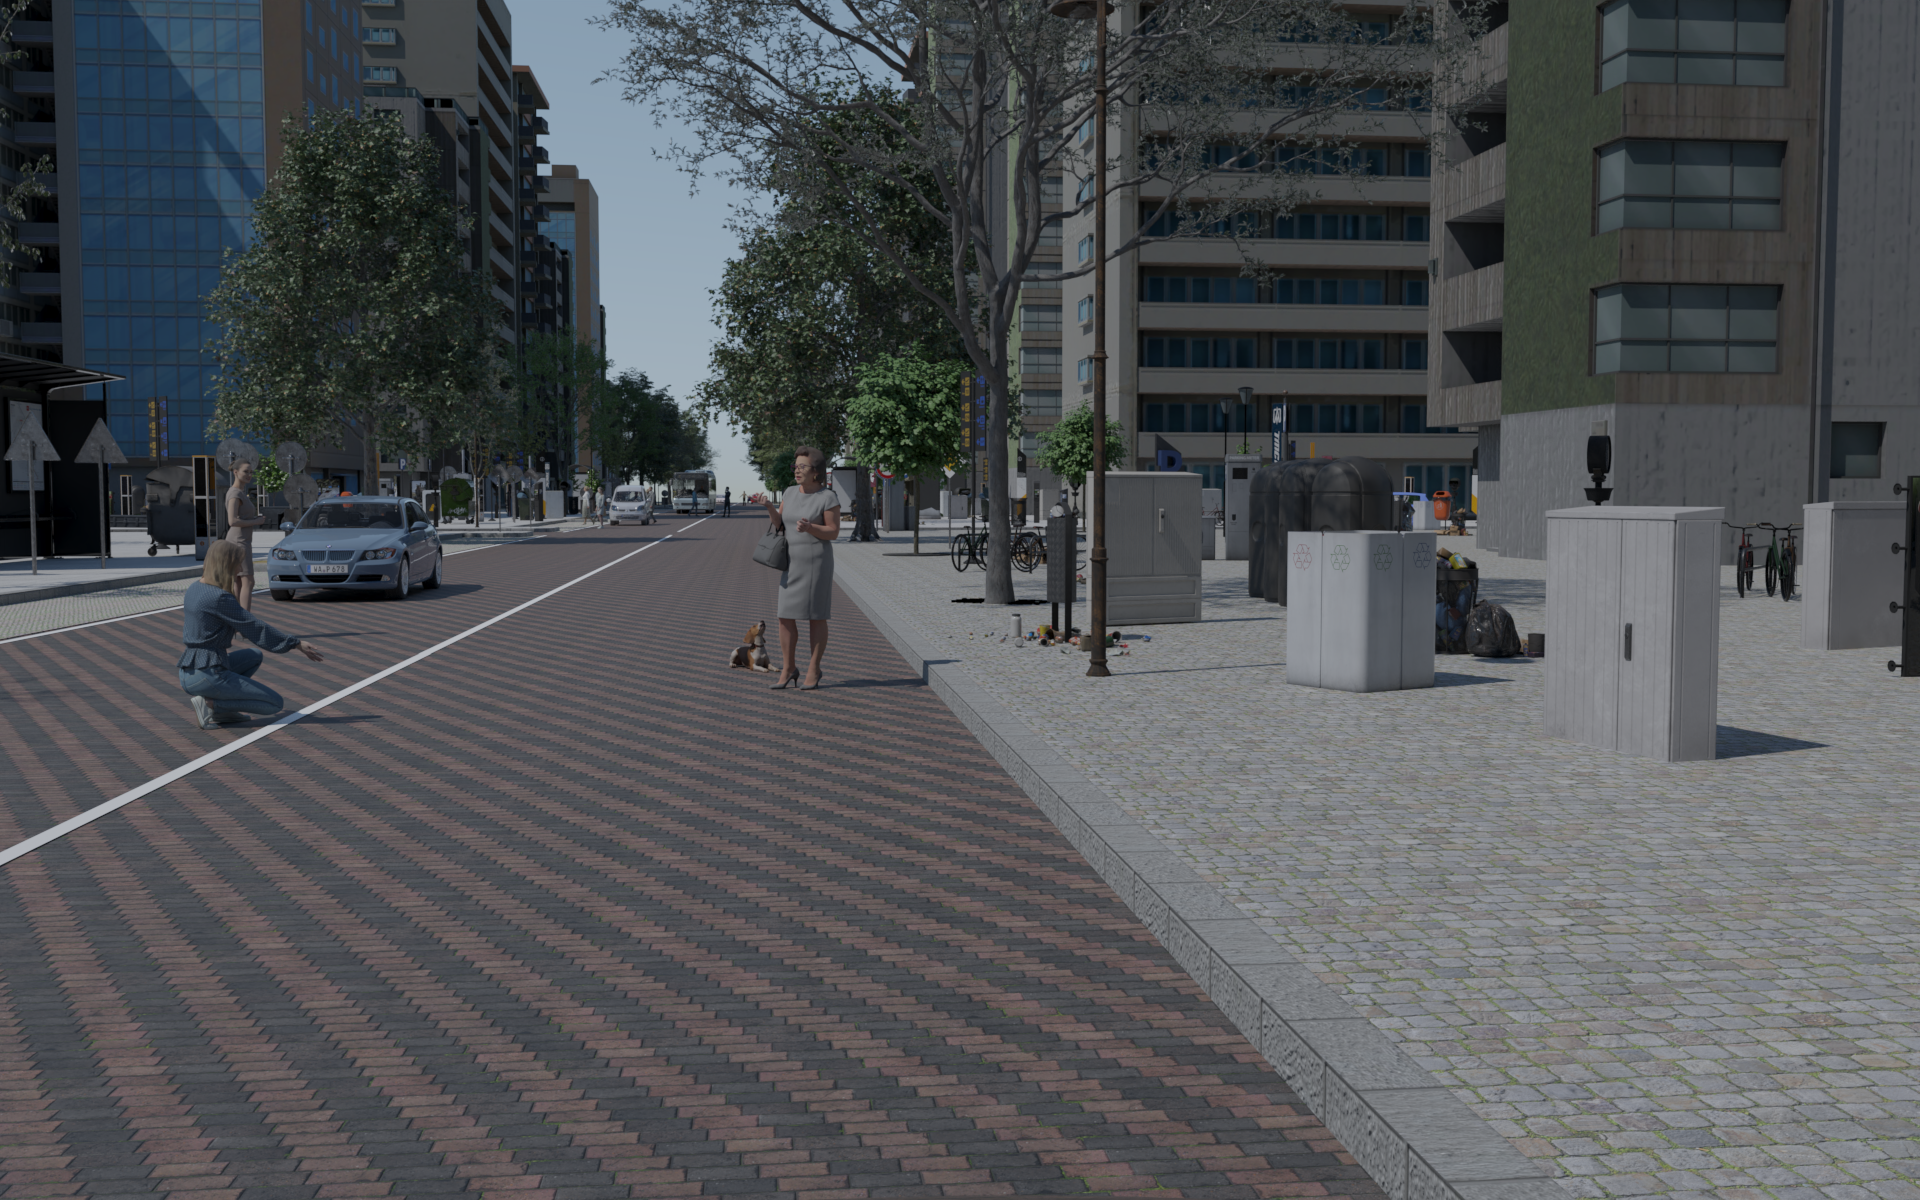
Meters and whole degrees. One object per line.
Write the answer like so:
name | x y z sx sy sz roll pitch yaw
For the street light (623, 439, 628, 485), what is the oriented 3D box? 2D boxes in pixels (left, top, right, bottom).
street light | -27.351 -10.358 142.133 0.468 5.910 1.993 0 4 -7

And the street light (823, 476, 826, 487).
street light | -4.600 -5.259 58.773 0.468 5.910 1.993 0 4 -7

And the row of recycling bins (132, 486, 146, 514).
row of recycling bins | -38.391 -4.697 83.909 3.534 1.692 1.069 -1 4 -22

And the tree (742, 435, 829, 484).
tree | -15.788 -15.659 162.683 9.857 13.997 8.962 0 3 0

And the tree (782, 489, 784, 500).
tree | -18.908 -20.315 188.040 12.611 20.169 13.585 0 3 0

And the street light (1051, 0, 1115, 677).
street light | 0.978 -2.401 12.051 0.468 5.910 1.993 0 4 -7

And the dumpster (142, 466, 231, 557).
dumpster | -16.185 -1.866 36.274 1.264 1.857 1.865 0 4 -7

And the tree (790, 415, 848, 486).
tree | -7.056 -8.412 87.901 4.360 8.622 3.978 0 3 0

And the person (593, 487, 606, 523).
person | -18.033 -4.747 86.599 0.515 1.767 0.782 -2 4 -33

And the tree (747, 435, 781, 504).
tree | -24.777 -18.684 231.236 9.928 11.665 9.643 0 3 0

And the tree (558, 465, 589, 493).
tree | -25.612 -7.308 114.094 1.663 3.219 1.824 0 3 0

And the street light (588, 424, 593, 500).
street light | -23.992 -8.561 112.760 0.468 5.910 1.993 0 4 -7

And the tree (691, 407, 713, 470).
tree | -36.383 -18.958 216.621 9.857 13.997 8.962 0 3 0

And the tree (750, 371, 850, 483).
tree | -11.229 -12.453 121.726 7.486 12.596 7.792 0 3 0

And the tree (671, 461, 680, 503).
tree | -38.372 -17.254 232.463 4.360 8.622 3.978 0 3 0

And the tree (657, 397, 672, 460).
tree | -30.073 -14.084 156.029 9.928 11.665 9.643 0 3 0

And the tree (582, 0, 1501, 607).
tree | 0.387 -6.693 19.801 12.009 13.543 11.850 0 3 0

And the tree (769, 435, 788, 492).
tree | -21.324 -15.641 206.084 4.737 8.622 4.395 0 3 0

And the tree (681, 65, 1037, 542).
tree | -2.698 -7.925 46.585 9.611 12.733 9.660 0 3 0

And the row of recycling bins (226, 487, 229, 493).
row of recycling bins | -32.204 -4.124 74.532 1.069 1.692 3.534 0 4 -2

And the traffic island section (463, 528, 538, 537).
traffic island section | -15.497 -2.202 58.288 2.009 0.180 2.903 0 4 -7

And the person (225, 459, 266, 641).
person | -7.048 -0.505 17.096 0.374 1.781 0.599 -1 4 -18

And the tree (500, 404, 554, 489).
tree | -32.587 -10.958 129.526 4.737 8.622 4.395 0 3 0

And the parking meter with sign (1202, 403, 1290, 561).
parking meter with sign | 5.459 -2.275 33.455 1.738 3.016 0.543 0 4 6

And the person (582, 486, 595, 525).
person | -17.177 -4.357 79.967 0.641 1.798 0.478 0 4 7

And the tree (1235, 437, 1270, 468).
tree | 9.566 -3.889 58.191 1.663 3.219 1.824 0 3 0

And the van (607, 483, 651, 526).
van | -15.248 -4.462 79.959 2.013 2.044 4.112 0 4 -8

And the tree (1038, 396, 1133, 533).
tree | 4.263 -4.561 58.286 4.285 4.588 4.351 0 3 0

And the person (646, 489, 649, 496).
person | -22.170 -7.005 123.207 0.728 1.800 0.709 3 4 38

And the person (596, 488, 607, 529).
person | -14.959 -3.833 72.177 0.522 1.701 0.512 -3 4 -39

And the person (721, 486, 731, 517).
person | -14.487 -6.090 107.436 0.648 1.900 0.474 3 5 45

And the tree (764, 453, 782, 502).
tree | -11.067 -7.923 113.256 4.285 4.588 4.351 0 3 0

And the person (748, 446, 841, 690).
person | -1.242 -0.233 12.665 0.716 1.782 0.532 2 4 29

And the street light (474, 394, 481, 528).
street light | -18.478 -5.708 66.112 0.468 5.910 1.993 0 4 -7

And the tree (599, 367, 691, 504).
tree | -31.691 -16.264 172.564 9.857 13.997 8.962 0 3 0

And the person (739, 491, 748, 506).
person | -26.255 -12.360 210.596 1.348 1.823 0.705 2 4 24

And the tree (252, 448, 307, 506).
tree | -27.108 -4.528 68.635 1.663 3.219 1.824 0 3 0

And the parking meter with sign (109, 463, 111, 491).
parking meter with sign | -41.703 -5.399 84.533 0.543 3.016 1.738 -2 4 -25

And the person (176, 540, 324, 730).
person | -4.545 0.193 10.840 0.738 1.151 1.012 -3 5 -42

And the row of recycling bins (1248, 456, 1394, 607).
row of recycling bins | 4.119 -0.800 20.193 1.069 1.692 3.534 0 4 -5

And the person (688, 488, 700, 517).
person | -16.928 -6.225 110.148 0.748 1.841 0.638 0 4 7

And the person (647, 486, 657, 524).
person | -15.019 -4.607 83.922 0.767 1.812 0.694 -2 4 -29

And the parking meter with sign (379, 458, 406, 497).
parking meter with sign | -28.064 -5.422 84.915 1.738 3.016 0.543 1 4 14

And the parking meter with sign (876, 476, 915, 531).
parking meter with sign | -2.280 -3.898 59.987 0.543 3.016 1.738 3 5 43

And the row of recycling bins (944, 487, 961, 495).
row of recycling bins | -1.144 -6.154 107.726 3.534 1.692 1.069 2 4 32

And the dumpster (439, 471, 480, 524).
dumpster | -21.462 -4.383 74.156 1.502 2.255 1.985 0 4 -6

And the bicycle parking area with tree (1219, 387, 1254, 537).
bicycle parking area with tree | 7.628 -3.797 49.089 9.016 4.147 8.231 1 4 16

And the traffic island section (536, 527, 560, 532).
traffic island section | -16.429 -2.687 66.218 2.009 0.180 2.903 0 4 -7

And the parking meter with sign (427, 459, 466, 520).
parking meter with sign | -25.157 -5.421 84.893 1.738 3.016 0.543 -1 4 -11
